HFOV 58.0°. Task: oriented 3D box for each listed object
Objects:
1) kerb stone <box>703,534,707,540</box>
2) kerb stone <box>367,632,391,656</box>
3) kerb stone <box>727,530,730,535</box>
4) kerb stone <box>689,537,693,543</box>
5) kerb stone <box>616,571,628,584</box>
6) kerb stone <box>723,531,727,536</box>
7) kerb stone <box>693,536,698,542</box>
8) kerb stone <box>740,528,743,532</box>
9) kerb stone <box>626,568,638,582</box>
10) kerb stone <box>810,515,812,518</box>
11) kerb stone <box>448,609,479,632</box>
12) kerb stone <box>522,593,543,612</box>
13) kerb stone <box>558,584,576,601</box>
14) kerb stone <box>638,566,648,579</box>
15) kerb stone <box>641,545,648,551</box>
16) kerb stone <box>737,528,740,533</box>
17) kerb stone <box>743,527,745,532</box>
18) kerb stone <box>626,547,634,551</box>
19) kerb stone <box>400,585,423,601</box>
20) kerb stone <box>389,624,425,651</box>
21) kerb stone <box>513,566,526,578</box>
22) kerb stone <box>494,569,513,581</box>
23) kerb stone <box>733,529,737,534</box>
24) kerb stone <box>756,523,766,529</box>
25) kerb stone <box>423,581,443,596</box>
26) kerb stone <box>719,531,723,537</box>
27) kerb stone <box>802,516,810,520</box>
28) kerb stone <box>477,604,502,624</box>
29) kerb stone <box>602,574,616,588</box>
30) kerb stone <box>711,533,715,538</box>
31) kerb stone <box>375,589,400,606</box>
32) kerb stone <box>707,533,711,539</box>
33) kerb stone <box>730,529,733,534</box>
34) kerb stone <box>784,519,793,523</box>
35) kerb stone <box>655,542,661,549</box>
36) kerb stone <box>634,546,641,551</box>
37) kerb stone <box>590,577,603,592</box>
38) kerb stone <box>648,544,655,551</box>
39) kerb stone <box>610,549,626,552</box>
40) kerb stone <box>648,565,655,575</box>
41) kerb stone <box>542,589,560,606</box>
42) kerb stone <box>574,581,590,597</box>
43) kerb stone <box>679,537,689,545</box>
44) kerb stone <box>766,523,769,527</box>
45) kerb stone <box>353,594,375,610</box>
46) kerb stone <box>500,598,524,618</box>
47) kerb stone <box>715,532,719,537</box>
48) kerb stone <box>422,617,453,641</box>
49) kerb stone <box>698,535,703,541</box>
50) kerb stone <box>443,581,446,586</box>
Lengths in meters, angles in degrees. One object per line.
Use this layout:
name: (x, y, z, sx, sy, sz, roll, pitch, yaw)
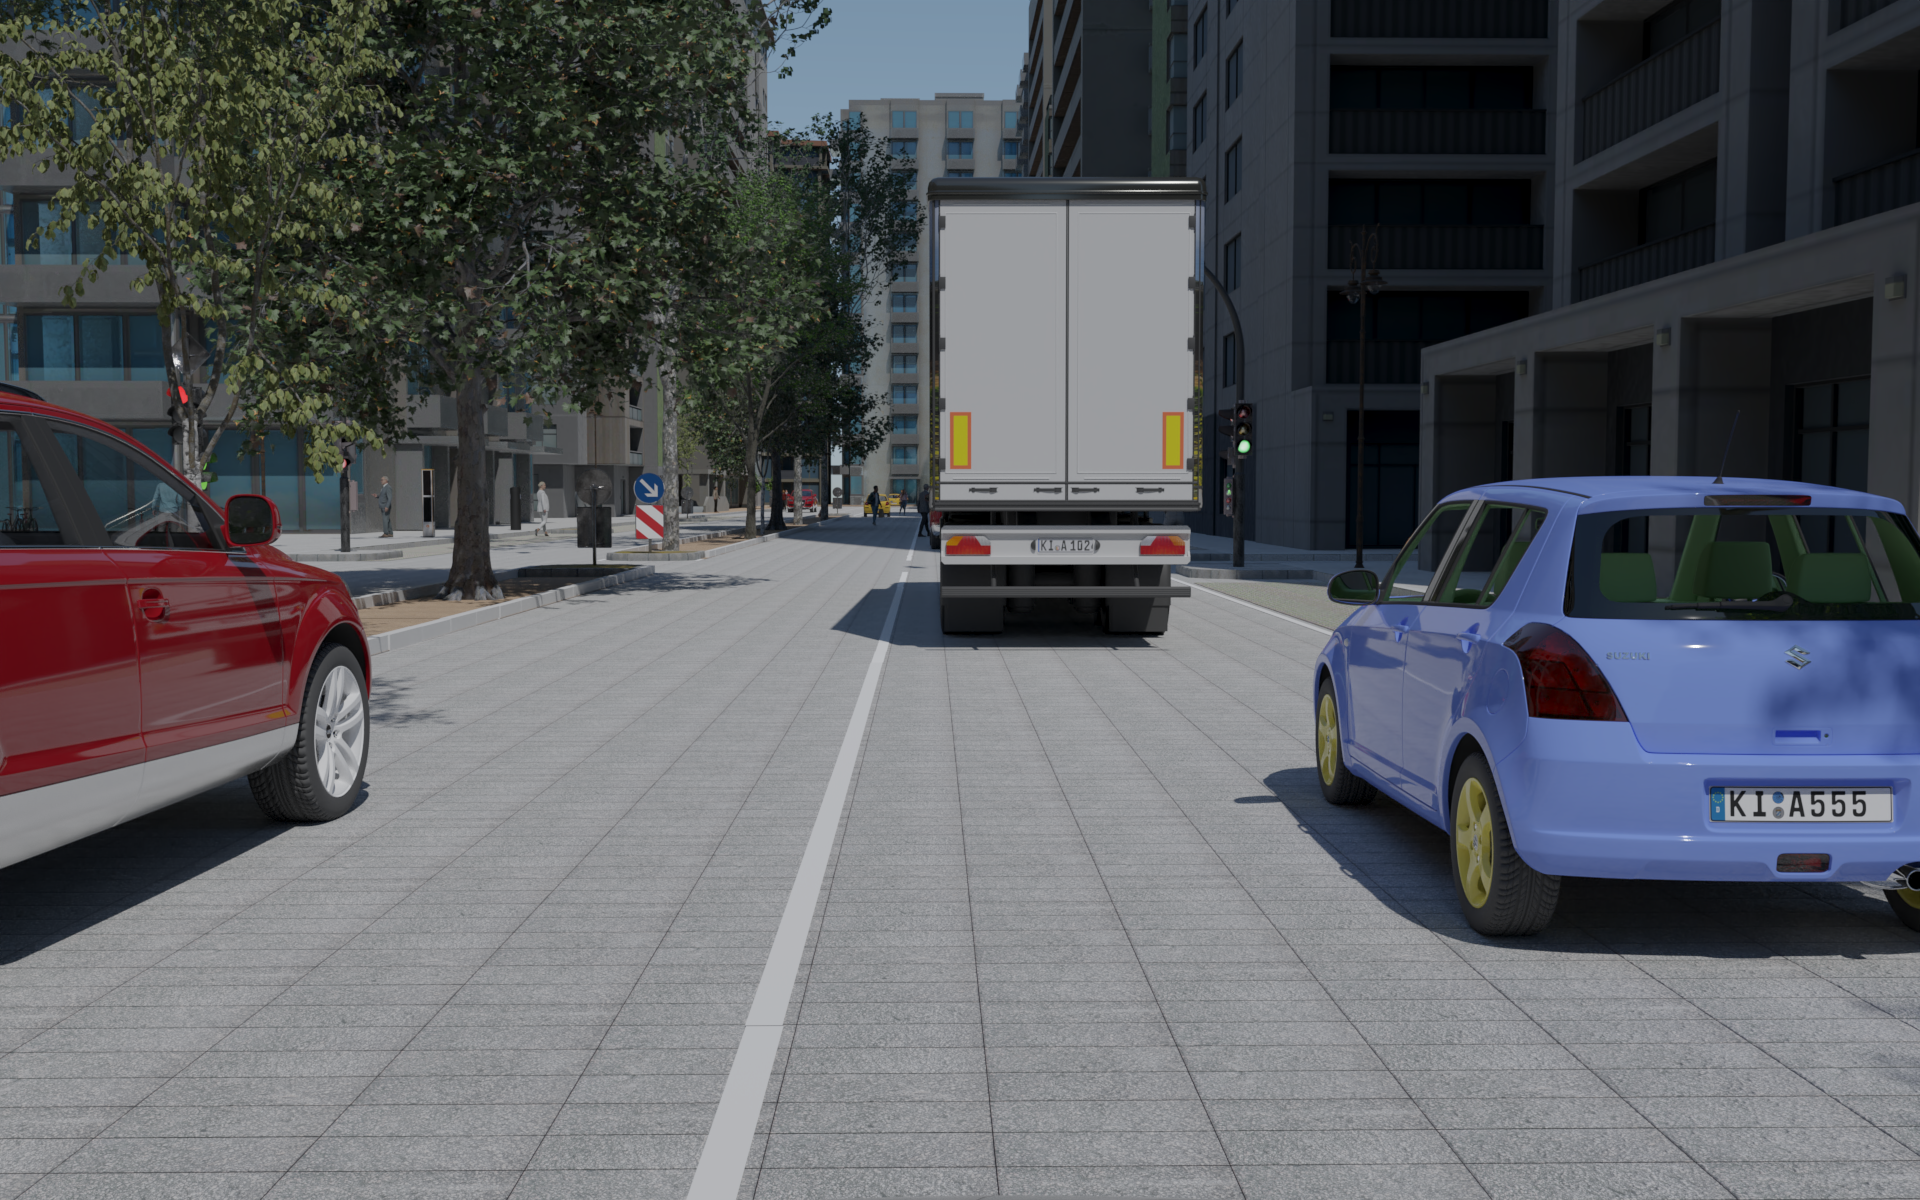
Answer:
kerb stone: (-8.043, -1.926, 53.685, 0.120, 0.150, 1.000, 0, 4, -1)
kerb stone: (-5.259, 0.424, 15.269, 0.120, 0.150, 1.000, 0, 4, -1)
kerb stone: (-8.151, -2.302, 59.839, 0.120, 0.150, 1.000, 0, 4, -1)
kerb stone: (-7.989, -1.737, 50.599, 0.120, 0.150, 1.000, 0, 4, -1)
kerb stone: (-5.477, -0.322, 27.554, 0.120, 0.150, 1.000, 0, 4, -1)
kerb stone: (-8.129, -2.239, 58.815, 0.120, 0.150, 1.000, 0, 4, -1)
kerb stone: (-8.011, -1.800, 51.621, 0.120, 0.150, 1.000, 0, 4, -1)
kerb stone: (-8.220, -2.549, 63.935, 0.120, 0.150, 1.000, 0, 4, -1)
kerb stone: (-5.494, -0.390, 28.576, 0.120, 0.150, 1.000, 0, 4, -1)
kerb stone: (-8.884, -4.810, 100.846, 0.120, 0.150, 1.000, 0, 4, -1)
kerb stone: (-5.312, 0.236, 18.343, 0.120, 0.150, 1.000, 0, 4, -1)
kerb stone: (-5.365, 0.048, 21.410, 0.120, 0.150, 1.000, 0, 4, -1)
kerb stone: (-5.402, -0.077, 23.453, 0.120, 0.150, 1.000, 0, 4, -1)
kerb stone: (-5.514, -0.453, 29.606, 0.120, 0.150, 1.000, 0, 4, -1)
kerb stone: (-7.844, -1.236, 42.397, 0.120, 0.150, 1.000, 0, 4, -1)
kerb stone: (-8.203, -2.486, 62.913, 0.120, 0.150, 1.000, 0, 4, -1)
kerb stone: (-8.242, -2.614, 64.958, 0.120, 0.150, 1.000, 0, 4, -1)
kerb stone: (-7.806, -1.110, 40.349, 0.120, 0.150, 1.000, 0, 4, -1)
kerb stone: (-7.502, -0.072, 23.394, 0.120, 0.150, 1.000, 0, 4, -1)
kerb stone: (-5.268, 0.361, 16.296, 0.120, 0.150, 1.000, 0, 4, -1)
kerb stone: (-7.616, -0.449, 29.539, 0.120, 0.150, 1.000, 0, 4, -1)
kerb stone: (-7.588, -0.383, 28.518, 0.120, 0.150, 1.000, 0, 4, -1)
kerb stone: (-8.186, -2.427, 61.890, 0.120, 0.150, 1.000, 0, 4, -1)
kerb stone: (-8.392, -3.116, 73.162, 0.120, 0.150, 1.000, 0, 4, -1)
kerb stone: (-7.524, -0.136, 24.416, 0.120, 0.150, 1.000, 0, 4, -1)
kerb stone: (-8.118, -2.177, 57.793, 0.120, 0.150, 1.000, 0, 4, -1)
kerb stone: (-8.856, -4.747, 99.814, 0.120, 0.150, 1.000, 0, 4, -1)
kerb stone: (-5.333, 0.173, 19.366, 0.120, 0.150, 1.000, 0, 4, -1)
kerb stone: (-5.459, -0.265, 26.531, 0.120, 0.150, 1.000, 0, 4, -1)
kerb stone: (-8.079, -2.048, 55.740, 0.120, 0.150, 1.000, 0, 4, -1)
kerb stone: (-7.486, -0.011, 22.371, 0.120, 0.150, 1.000, 0, 4, -1)
kerb stone: (-8.057, -1.988, 54.717, 0.120, 0.150, 1.000, 0, 4, -1)
kerb stone: (-8.176, -2.359, 60.868, 0.120, 0.150, 1.000, 0, 4, -1)
kerb stone: (-8.646, -3.994, 87.505, 0.120, 0.150, 1.000, 0, 4, -1)
kerb stone: (-7.882, -1.357, 44.452, 0.120, 0.150, 1.000, 0, 4, -1)
kerb stone: (-7.826, -1.173, 41.371, 0.120, 0.150, 1.000, 0, 4, -1)
kerb stone: (-5.444, -0.196, 25.509, 0.120, 0.150, 1.000, 0, 4, -1)
kerb stone: (-7.860, -1.299, 43.427, 0.120, 0.150, 1.000, 0, 4, -1)
kerb stone: (-7.787, -1.048, 39.326, 0.120, 0.150, 1.000, 0, 4, -1)
kerb stone: (-5.534, -0.516, 30.628, 0.120, 0.150, 1.000, 0, 4, -1)
kerb stone: (-5.382, -0.014, 22.431, 0.120, 0.150, 1.000, 0, 4, -1)
kerb stone: (-5.423, -0.140, 24.486, 0.120, 0.150, 1.000, 0, 4, -1)
kerb stone: (-7.969, -1.674, 49.573, 0.120, 0.150, 1.000, 0, 4, -1)
kerb stone: (-8.411, -3.180, 74.184, 0.120, 0.150, 1.000, 0, 4, -1)
kerb stone: (-7.463, 0.052, 21.350, 0.120, 0.150, 1.000, 0, 4, -1)
kerb stone: (-5.346, 0.114, 20.388, 0.120, 0.150, 1.000, 0, 4, -1)
kerb stone: (-8.097, -2.114, 56.762, 0.120, 0.150, 1.000, 0, 4, -1)
kerb stone: (-5.292, 0.303, 17.318, 0.120, 0.150, 1.000, 0, 4, -1)
kerb stone: (-8.021, -1.861, 52.652, 0.120, 0.150, 1.000, 0, 4, -1)
kerb stone: (-7.535, -0.199, 25.447, 0.120, 0.150, 1.000, 0, 4, -1)
